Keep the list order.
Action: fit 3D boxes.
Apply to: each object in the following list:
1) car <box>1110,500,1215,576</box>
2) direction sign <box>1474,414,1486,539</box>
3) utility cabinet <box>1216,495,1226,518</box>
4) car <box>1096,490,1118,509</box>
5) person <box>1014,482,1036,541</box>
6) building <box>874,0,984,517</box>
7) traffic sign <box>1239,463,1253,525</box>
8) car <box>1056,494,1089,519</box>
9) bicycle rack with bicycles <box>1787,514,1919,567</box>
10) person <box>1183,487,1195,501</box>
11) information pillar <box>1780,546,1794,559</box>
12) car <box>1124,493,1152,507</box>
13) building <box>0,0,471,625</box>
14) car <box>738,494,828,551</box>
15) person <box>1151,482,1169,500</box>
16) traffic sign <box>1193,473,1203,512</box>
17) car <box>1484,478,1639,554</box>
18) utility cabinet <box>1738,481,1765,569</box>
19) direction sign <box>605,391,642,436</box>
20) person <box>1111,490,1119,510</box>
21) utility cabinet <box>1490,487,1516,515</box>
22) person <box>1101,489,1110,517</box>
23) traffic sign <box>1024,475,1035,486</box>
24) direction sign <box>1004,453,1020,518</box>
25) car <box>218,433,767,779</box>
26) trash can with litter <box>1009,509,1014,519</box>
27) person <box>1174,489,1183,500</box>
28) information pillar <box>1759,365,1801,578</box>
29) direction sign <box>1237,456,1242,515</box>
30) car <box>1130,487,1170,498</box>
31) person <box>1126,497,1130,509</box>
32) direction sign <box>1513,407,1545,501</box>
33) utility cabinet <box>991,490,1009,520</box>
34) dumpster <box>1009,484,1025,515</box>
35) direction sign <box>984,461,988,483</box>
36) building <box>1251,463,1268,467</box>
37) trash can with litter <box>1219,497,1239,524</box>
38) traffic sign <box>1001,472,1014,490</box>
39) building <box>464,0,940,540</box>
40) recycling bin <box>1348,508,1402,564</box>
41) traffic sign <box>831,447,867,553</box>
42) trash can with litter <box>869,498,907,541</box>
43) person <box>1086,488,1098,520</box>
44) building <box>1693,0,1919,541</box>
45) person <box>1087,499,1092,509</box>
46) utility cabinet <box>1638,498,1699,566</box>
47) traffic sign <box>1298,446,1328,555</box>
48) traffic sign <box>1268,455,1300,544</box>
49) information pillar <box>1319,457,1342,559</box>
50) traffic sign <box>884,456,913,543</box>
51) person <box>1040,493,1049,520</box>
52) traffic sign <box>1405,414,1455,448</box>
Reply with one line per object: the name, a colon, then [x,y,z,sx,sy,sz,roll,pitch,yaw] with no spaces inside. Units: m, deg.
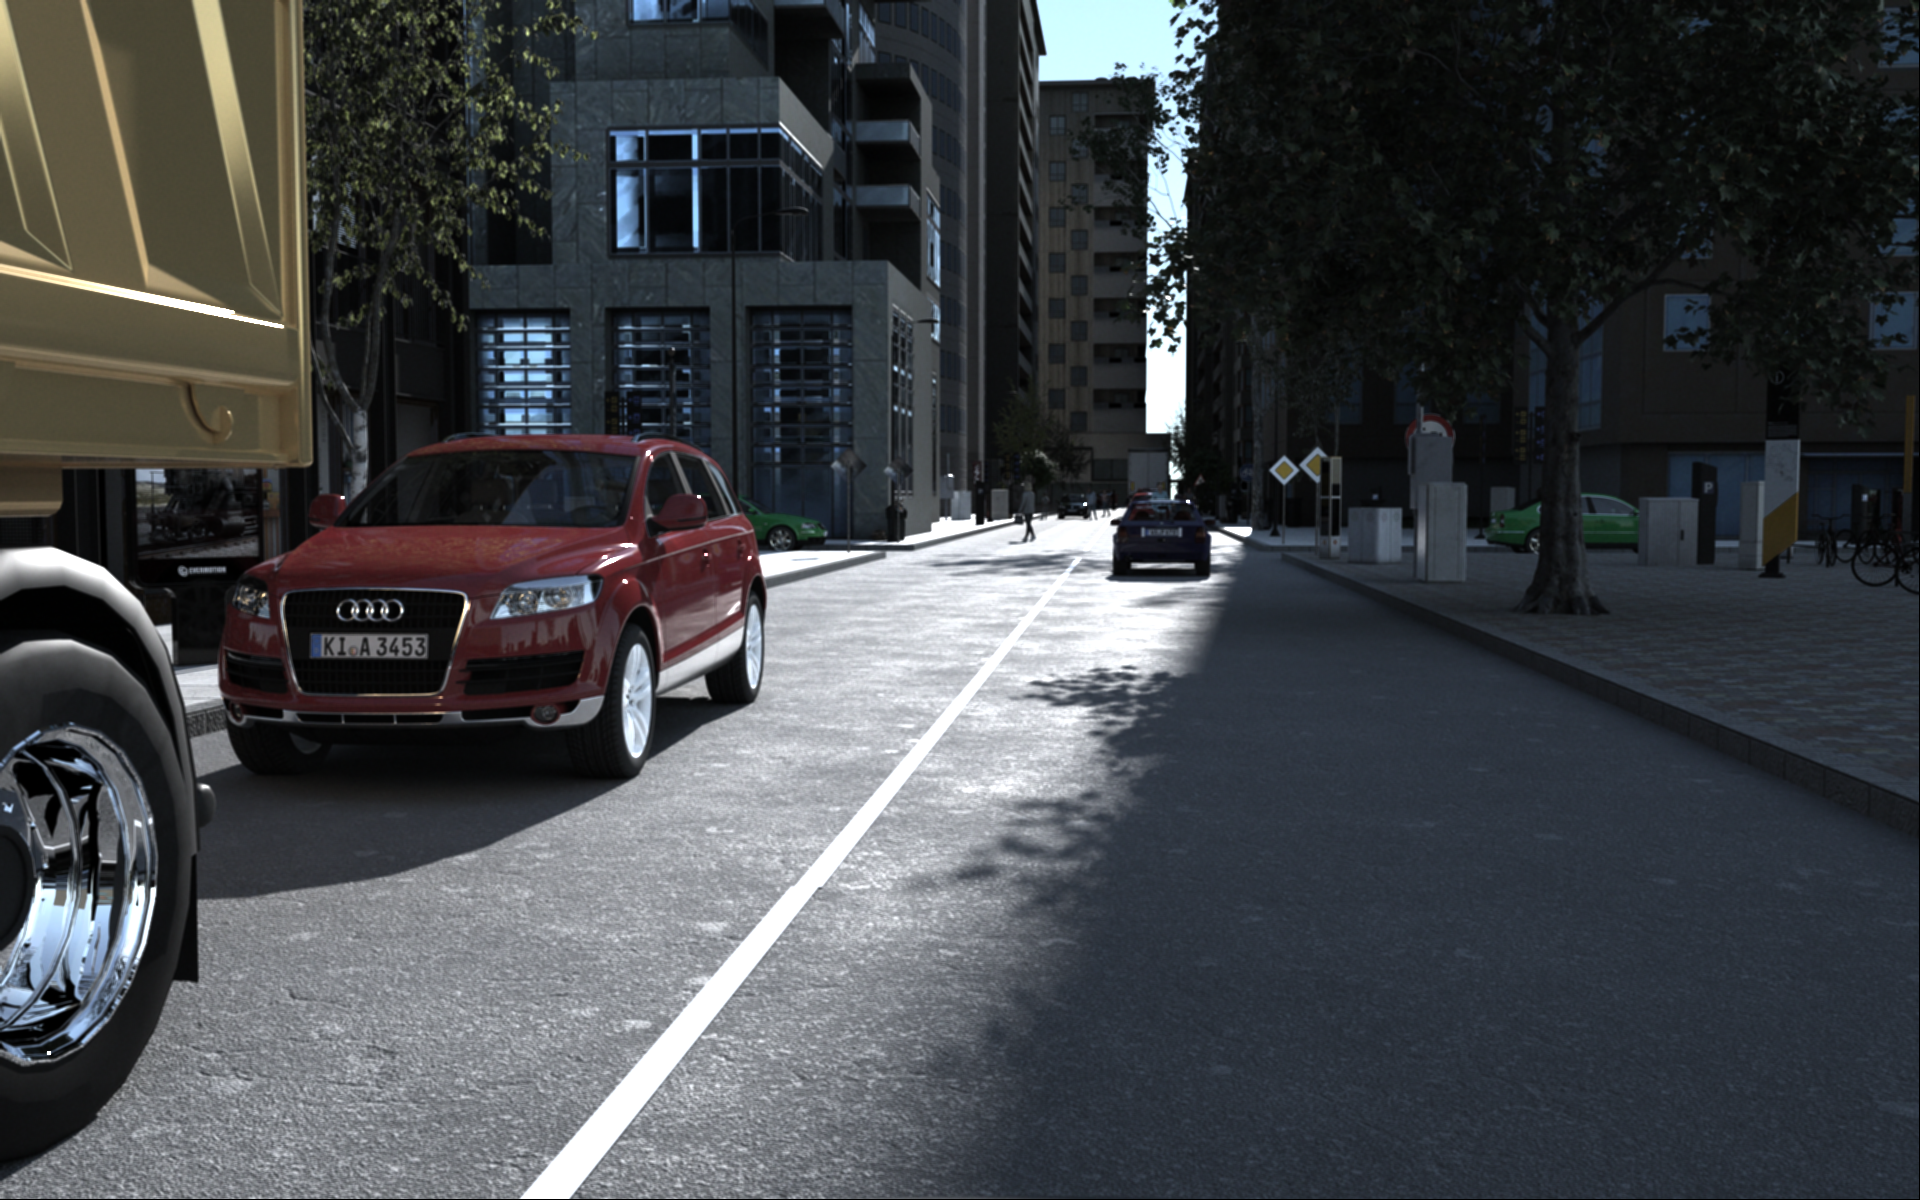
car: [3.717,-1.175,31.800,1.945,1.354,3.894,0,4,7]
direction sign: [14.922,-3.518,49.513,0.379,3.537,0.876,0,4,7]
utility cabinet: [13.793,-4.914,91.505,0.306,1.237,1.020,1,4,23]
car: [14.587,-9.998,172.142,2.281,1.827,5.304,0,4,4]
person: [2.025,-2.685,52.577,0.709,1.800,0.728,-3,5,-41]
building: [-10.225,-34.153,100.400,21.231,58.520,28.212,0,4,6]
traffic sign: [11.905,-4.368,71.527,0.768,2.556,0.104,1,4,9]
car: [6.628,-5.570,100.853,2.009,1.686,4.222,0,4,6]
bicycle rack with bicycles: [16.272,-1.090,31.212,2.852,0.926,2.925,0,4,6]
person: [10.925,-4.548,83.221,0.716,1.782,0.532,-1,4,-10]
information pillar: [16.378,-1.827,34.360,0.304,2.012,0.304,3,4,37]
car: [8.260,-4.085,75.829,2.155,1.783,4.494,0,4,7]
building: [-13.783,-11.430,16.564,12.332,23.373,15.834,0,4,6]
car: [-5.606,-2.052,42.352,4.718,1.807,1.959,0,4,4]
person: [6.457,-2.894,55.840,0.660,1.820,0.620,-1,4,-14]
traffic sign: [14.990,-6.602,107.951,0.884,2.594,0.081,0,4,8]
car: [14.466,-1.880,39.541,4.718,1.807,1.959,0,4,5]
utility cabinet: [13.624,-1.274,29.503,0.318,1.500,1.173,3,5,43]
direction sign: [-7.412,-2.825,38.186,0.876,3.537,0.379,1,4,16]
person: [13.841,-8.996,155.545,0.705,1.831,1.348,-2,4,-25]
utility cabinet: [16.590,-2.706,52.923,0.318,1.500,1.173,0,4,-5]
person: [9.239,-6.156,109.743,0.643,1.750,0.593,0,4,2]
traffic sign: [4.513,-6.900,112.916,0.768,2.556,0.104,0,4,7]
direction sign: [2.827,-6.284,94.746,0.876,3.537,0.379,-1,4,-10]
car: [-2.510,-0.110,10.468,2.281,1.827,5.304,0,4,4]
trash can with litter: [2.242,-4.675,87.824,1.055,1.170,0.624,2,4,34]
person: [13.246,-5.849,104.969,0.563,1.720,0.643,1,4,16]
information pillar: [12.535,-2.146,26.437,0.504,3.616,0.183,3,5,40]
direction sign: [16.787,-6.853,104.037,0.379,3.537,0.876,2,4,23]
car: [10.937,-5.551,99.425,2.281,1.827,5.304,0,4,5]
person: [16.042,-9.331,164.301,0.697,1.427,0.421,-3,5,-41]
direction sign: [14.790,-3.237,44.922,0.876,3.537,0.379,0,4,5]
utility cabinet: [1.922,-4.724,85.908,0.318,1.500,1.173,-3,4,-38]
dumpster: [3.398,-5.720,99.282,1.264,1.857,1.865,0,4,6]
direction sign: [1.554,-7.684,117.634,0.876,3.537,0.379,-2,4,-35]
building: [29.916,-29.485,101.693,23.786,49.044,30.456,0,4,6]
trash can with litter: [11.686,-3.921,75.490,0.624,1.170,1.055,-2,4,-28]
traffic sign: [2.691,-5.963,97.606,0.768,2.556,0.104,1,4,11]
building: [-11.559,-45.828,61.957,22.319,86.520,31.000,0,4,6]
recycling bin: [7.678,-1.193,32.060,0.722,1.027,0.722,-3,4,-37]
traffic sign: [-2.402,-2.062,37.355,0.795,2.450,0.064,0,4,6]
trash can with litter: [-1.986,-2.213,47.562,1.055,1.170,0.624,1,4,17]
person: [7.281,-5.309,95.569,0.793,1.790,0.793,-1,4,-19]
building: [25.874,-24.616,52.582,14.200,45.320,14.600,0,4,6]
person: [8.876,-6.743,119.313,0.480,1.755,0.524,-2,4,-28]
utility cabinet: [12.688,-1.215,31.023,1.020,1.237,0.306,-1,4,-12]
traffic sign: [7.492,-2.001,36.355,0.795,2.450,0.064,0,4,6]
traffic sign: [8.282,-2.487,44.301,0.795,2.450,0.064,0,4,6]
information pillar: [7.300,-1.814,34.144,0.304,2.012,0.304,-2,4,-33]
traffic sign: [-1.611,-2.548,45.301,0.795,2.450,0.064,0,4,6]
person: [4.742,-5.269,97.243,0.523,1.515,0.503,2,4,29]
traffic sign: [7.452,-1.678,27.542,0.768,2.556,0.104,0,4,6]
